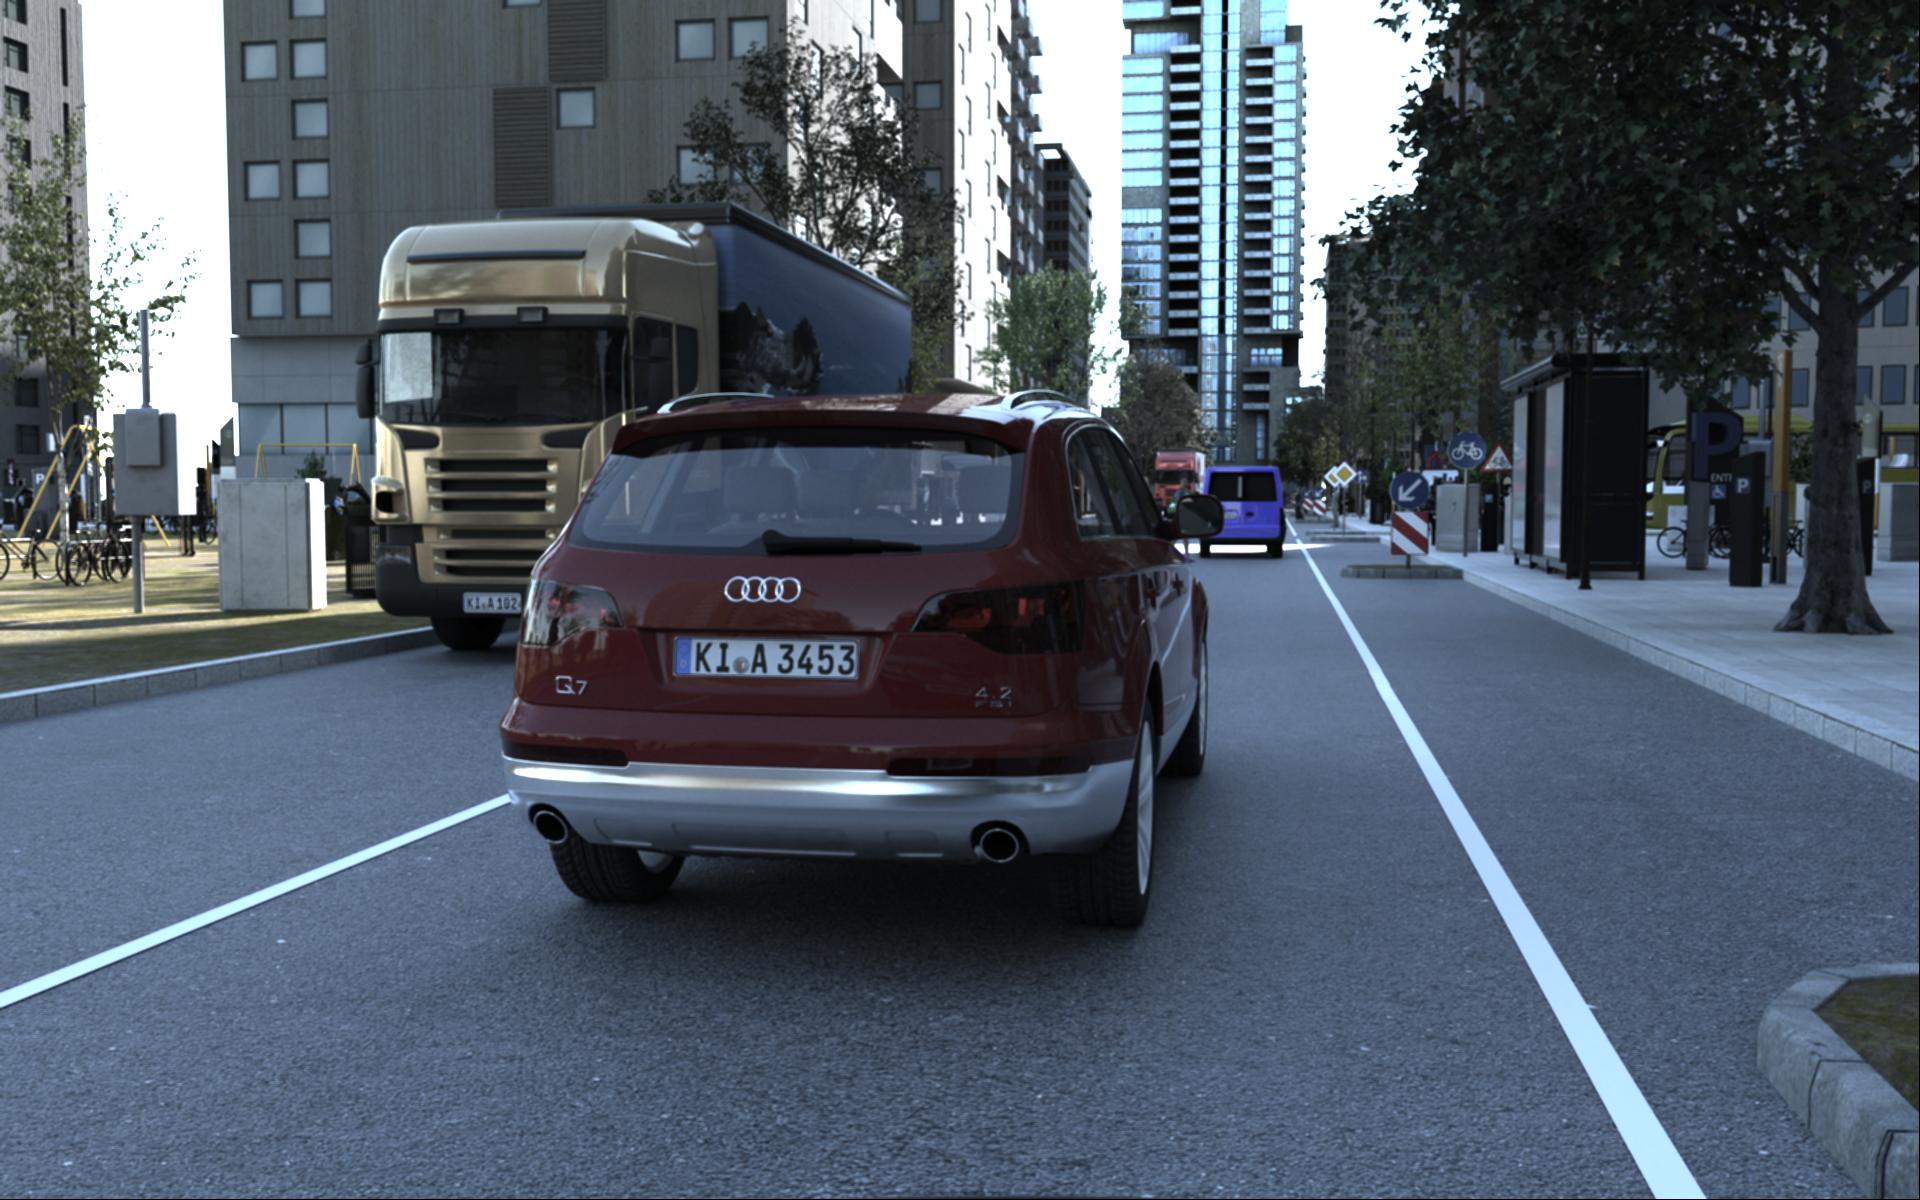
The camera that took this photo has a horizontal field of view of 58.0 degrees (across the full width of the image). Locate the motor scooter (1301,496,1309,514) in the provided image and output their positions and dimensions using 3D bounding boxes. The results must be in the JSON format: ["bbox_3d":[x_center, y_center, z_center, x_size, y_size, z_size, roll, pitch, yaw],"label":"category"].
[{"bbox_3d":[25.427,-7.003,127.272,0.815,1.314,1.986,1,4,12],"label":"motor scooter"}]

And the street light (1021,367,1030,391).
[{"bbox_3d":[2.411,-5.523,63.092,0.468,5.910,1.993,1,4,10],"label":"street light"}]

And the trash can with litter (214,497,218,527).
[{"bbox_3d":[-28.991,-3.476,68.226,0.624,1.170,1.055,-2,4,-34],"label":"trash can with litter"}]

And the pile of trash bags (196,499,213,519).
[{"bbox_3d":[-37.968,-4.774,87.804,3.447,1.369,1.912,-3,5,-41],"label":"pile of trash bags"}]

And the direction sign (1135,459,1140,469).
[{"bbox_3d":[11.413,-7.439,113.627,0.876,3.537,0.379,3,4,38],"label":"direction sign"}]

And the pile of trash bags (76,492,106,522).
[{"bbox_3d":[-40.386,-4.328,80.513,1.912,1.369,3.447,0,4,-2],"label":"pile of trash bags"}]

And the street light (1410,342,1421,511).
[{"bbox_3d":[13.547,-4.832,51.796,0.468,5.910,1.993,1,4,10],"label":"street light"}]

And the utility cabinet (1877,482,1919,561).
[{"bbox_3d":[18.106,-1.495,33.114,1.173,1.500,0.318,-1,4,-23],"label":"utility cabinet"}]

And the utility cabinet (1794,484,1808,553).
[{"bbox_3d":[18.589,-1.752,37.320,1.173,1.500,0.318,-1,4,-17],"label":"utility cabinet"}]

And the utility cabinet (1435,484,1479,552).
[{"bbox_3d":[11.012,-1.818,38.402,0.318,1.500,1.173,-1,4,-19],"label":"utility cabinet"}]

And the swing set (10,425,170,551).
[{"bbox_3d":[-20.392,-2.637,40.729,2.862,2.851,3.119,-1,4,-15],"label":"swing set"}]

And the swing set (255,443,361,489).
[{"bbox_3d":[-20.143,-3.441,53.880,3.119,2.851,2.862,0,4,-8],"label":"swing set"}]

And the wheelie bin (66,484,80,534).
[{"bbox_3d":[-28.815,-2.927,55.766,0.980,1.594,0.693,2,4,27],"label":"wheelie bin"}]

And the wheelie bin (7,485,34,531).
[{"bbox_3d":[-32.875,-3.237,60.837,0.693,1.594,0.980,-3,4,-38],"label":"wheelie bin"}]

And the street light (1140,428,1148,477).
[{"bbox_3d":[12.753,-9.036,120.520,0.468,5.910,1.993,1,4,10],"label":"street light"}]

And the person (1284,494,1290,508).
[{"bbox_3d":[34.300,-10.696,183.477,1.348,1.812,0.705,0,4,5],"label":"person"}]

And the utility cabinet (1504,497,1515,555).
[{"bbox_3d":[11.944,-1.554,36.570,1.020,1.237,0.306,-2,4,-33],"label":"utility cabinet"}]

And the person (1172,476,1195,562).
[{"bbox_3d":[4.689,-1.723,36.694,0.581,1.822,0.654,-3,5,-39],"label":"person"}]

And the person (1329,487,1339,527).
[{"bbox_3d":[16.289,-4.089,75.532,0.466,1.800,0.511,-1,4,-13],"label":"person"}]

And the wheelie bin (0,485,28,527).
[{"bbox_3d":[-39.711,-3.948,72.454,0.980,1.594,0.693,-2,4,-25],"label":"wheelie bin"}]

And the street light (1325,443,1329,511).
[{"bbox_3d":[28.201,-9.795,132.941,0.468,5.910,1.993,1,4,10],"label":"street light"}]

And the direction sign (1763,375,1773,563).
[{"bbox_3d":[15.031,-2.458,32.193,0.379,3.537,0.876,1,4,23],"label":"direction sign"}]

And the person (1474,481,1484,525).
[{"bbox_3d":[16.400,-2.853,55.051,0.656,1.842,0.836,1,4,19],"label":"person"}]

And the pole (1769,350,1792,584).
[{"bbox_3d":[11.699,-1.886,24.678,0.158,3.312,0.155,0,3,0],"label":"pole"}]

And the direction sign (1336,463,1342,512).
[{"bbox_3d":[27.823,-8.242,126.752,0.379,3.537,0.876,-2,4,-33],"label":"direction sign"}]

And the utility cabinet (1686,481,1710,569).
[{"bbox_3d":[12.703,-1.290,29.772,0.318,1.500,1.173,2,4,26],"label":"utility cabinet"}]

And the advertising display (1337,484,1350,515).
[{"bbox_3d":[24.026,-6.328,108.681,0.123,1.923,0.974,-3,5,-43],"label":"advertising display"}]

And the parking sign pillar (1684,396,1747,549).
[{"bbox_3d":[18.013,-3.230,41.280,1.447,3.967,1.447,0,4,3],"label":"parking sign pillar"}]

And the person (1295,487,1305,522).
[{"bbox_3d":[17.443,-4.900,89.039,0.534,1.772,0.576,-1,4,-16],"label":"person"}]

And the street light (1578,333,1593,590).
[{"bbox_3d":[8.422,-3.081,23.157,0.468,5.910,1.993,1,4,10],"label":"street light"}]

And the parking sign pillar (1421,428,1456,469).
[{"bbox_3d":[18.861,-4.880,68.261,1.447,3.967,1.447,0,4,5],"label":"parking sign pillar"}]

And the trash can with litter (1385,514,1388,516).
[{"bbox_3d":[24.615,-5.485,100.731,2.233,1.210,1.678,0,4,0],"label":"trash can with litter"}]

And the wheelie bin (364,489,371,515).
[{"bbox_3d":[-13.574,-1.905,39.051,0.693,1.594,0.980,-1,4,-18],"label":"wheelie bin"}]

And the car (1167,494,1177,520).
[{"bbox_3d":[12.450,-5.303,95.505,1.959,1.807,4.718,1,4,12],"label":"car"}]

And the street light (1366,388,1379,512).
[{"bbox_3d":[17.968,-6.281,75.489,0.468,5.910,1.993,1,4,10],"label":"street light"}]

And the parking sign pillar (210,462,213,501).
[{"bbox_3d":[-57.839,-8.872,133.524,1.447,3.967,1.447,-3,5,-42],"label":"parking sign pillar"}]

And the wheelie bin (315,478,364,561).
[{"bbox_3d":[-12.206,-1.561,33.430,0.980,1.594,0.693,1,4,20],"label":"wheelie bin"}]

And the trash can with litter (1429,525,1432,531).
[{"bbox_3d":[16.461,-3.013,60.318,1.678,1.210,2.233,2,4,32],"label":"trash can with litter"}]

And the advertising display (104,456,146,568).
[{"bbox_3d":[-14.512,-1.524,30.128,0.123,1.923,0.974,0,4,7],"label":"advertising display"}]

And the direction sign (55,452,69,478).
[{"bbox_3d":[-43.362,-5.608,83.683,0.379,3.537,0.876,0,4,8],"label":"direction sign"}]

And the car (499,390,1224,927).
[{"bbox_3d":[-0.055,0.076,7.423,2.281,1.827,5.304,1,4,11],"label":"car"}]

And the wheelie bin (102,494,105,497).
[{"bbox_3d":[-54.003,-6.139,108.284,0.980,1.594,0.693,-1,4,-21],"label":"wheelie bin"}]

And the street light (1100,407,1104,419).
[{"bbox_3d":[7.523,-7.272,91.682,0.468,5.910,1.993,1,4,10],"label":"street light"}]

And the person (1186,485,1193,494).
[{"bbox_3d":[9.254,-3.716,69.604,0.721,1.781,0.623,-2,4,-25],"label":"person"}]

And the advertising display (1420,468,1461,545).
[{"bbox_3d":[11.962,-2.322,43.182,0.974,1.923,0.123,1,4,23],"label":"advertising display"}]

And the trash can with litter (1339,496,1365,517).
[{"bbox_3d":[22.712,-5.375,98.945,2.233,1.210,1.678,0,4,-3],"label":"trash can with litter"}]

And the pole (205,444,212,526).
[{"bbox_3d":[-30.632,-4.694,70.594,0.158,3.312,0.155,0,3,0],"label":"pole"}]

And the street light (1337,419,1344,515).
[{"bbox_3d":[22.946,-8.054,104.475,0.468,5.910,1.993,1,4,10],"label":"street light"}]
